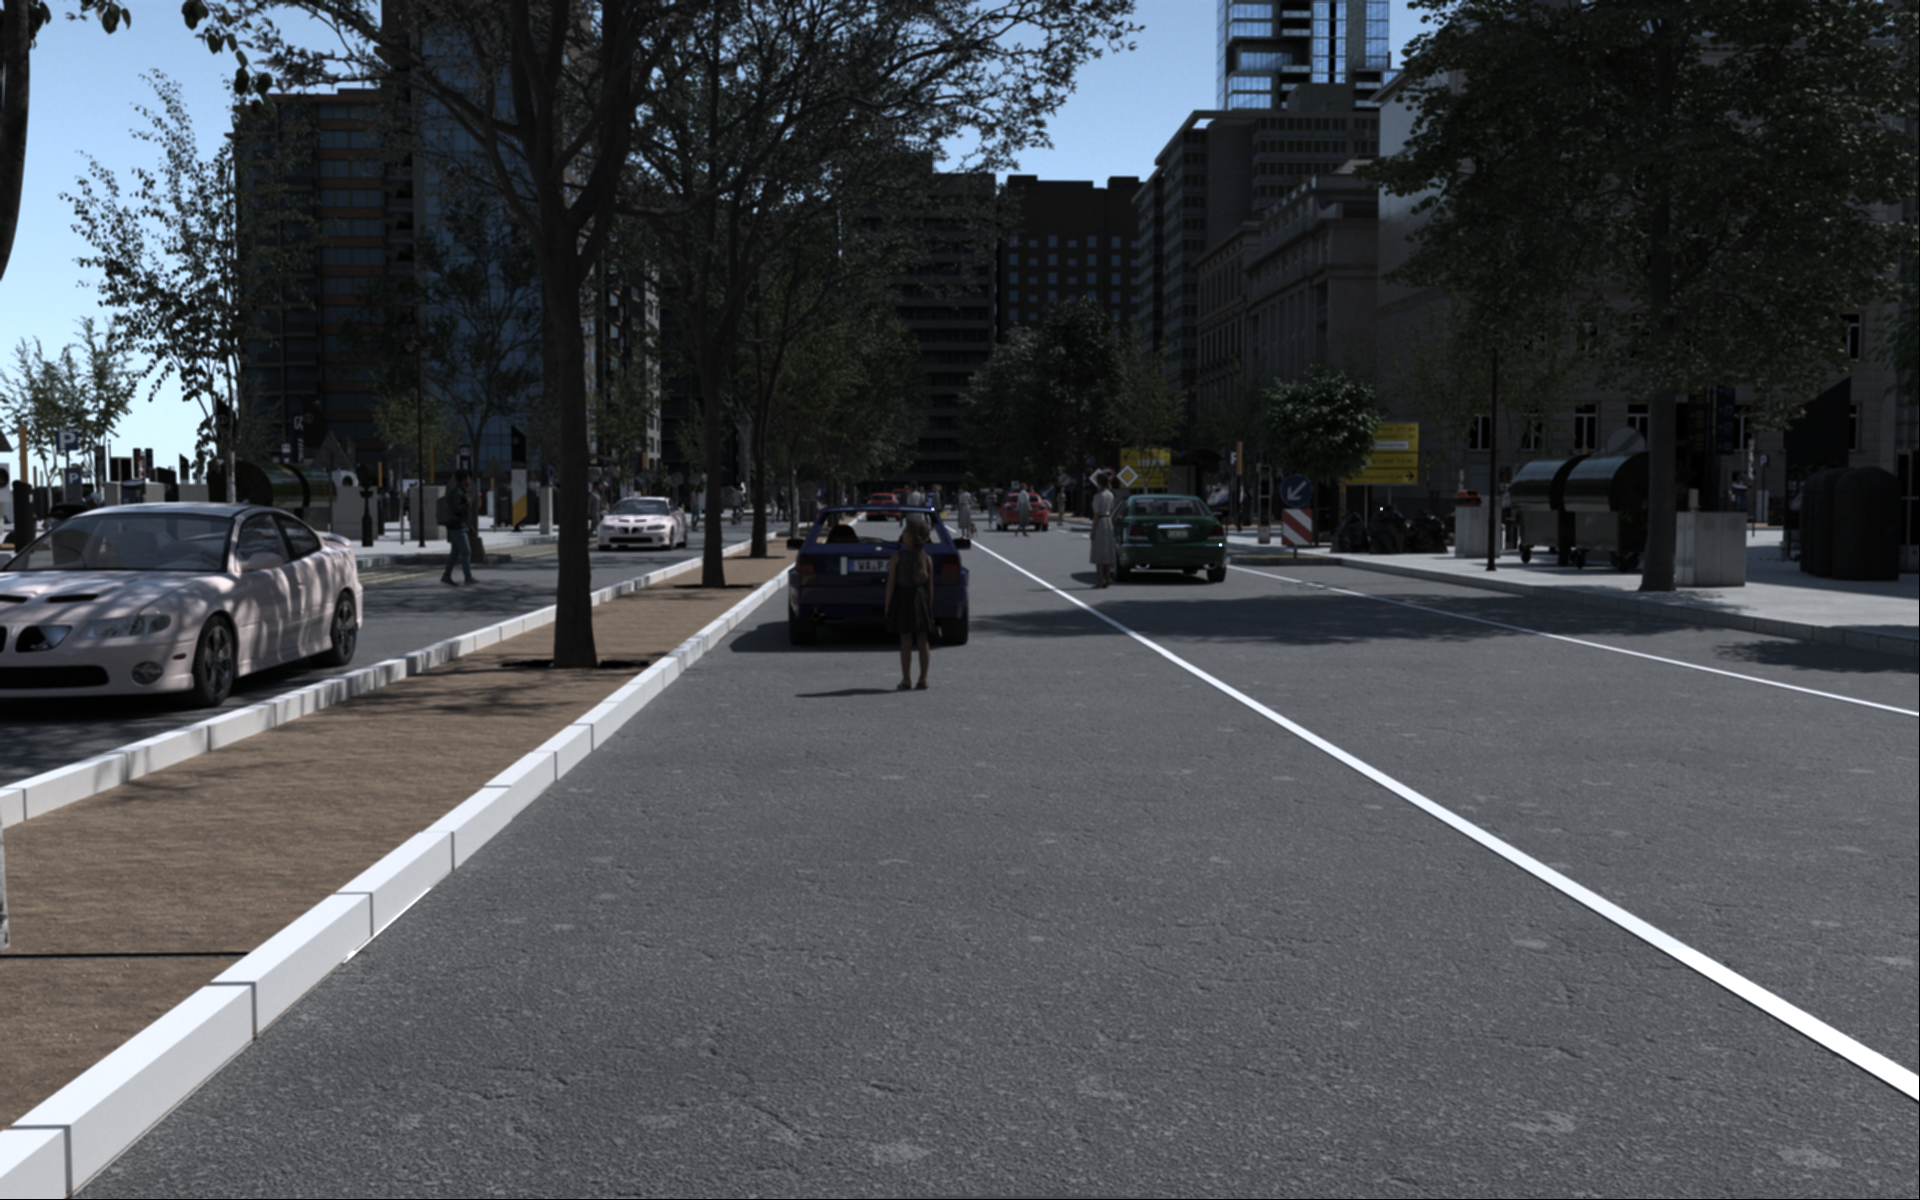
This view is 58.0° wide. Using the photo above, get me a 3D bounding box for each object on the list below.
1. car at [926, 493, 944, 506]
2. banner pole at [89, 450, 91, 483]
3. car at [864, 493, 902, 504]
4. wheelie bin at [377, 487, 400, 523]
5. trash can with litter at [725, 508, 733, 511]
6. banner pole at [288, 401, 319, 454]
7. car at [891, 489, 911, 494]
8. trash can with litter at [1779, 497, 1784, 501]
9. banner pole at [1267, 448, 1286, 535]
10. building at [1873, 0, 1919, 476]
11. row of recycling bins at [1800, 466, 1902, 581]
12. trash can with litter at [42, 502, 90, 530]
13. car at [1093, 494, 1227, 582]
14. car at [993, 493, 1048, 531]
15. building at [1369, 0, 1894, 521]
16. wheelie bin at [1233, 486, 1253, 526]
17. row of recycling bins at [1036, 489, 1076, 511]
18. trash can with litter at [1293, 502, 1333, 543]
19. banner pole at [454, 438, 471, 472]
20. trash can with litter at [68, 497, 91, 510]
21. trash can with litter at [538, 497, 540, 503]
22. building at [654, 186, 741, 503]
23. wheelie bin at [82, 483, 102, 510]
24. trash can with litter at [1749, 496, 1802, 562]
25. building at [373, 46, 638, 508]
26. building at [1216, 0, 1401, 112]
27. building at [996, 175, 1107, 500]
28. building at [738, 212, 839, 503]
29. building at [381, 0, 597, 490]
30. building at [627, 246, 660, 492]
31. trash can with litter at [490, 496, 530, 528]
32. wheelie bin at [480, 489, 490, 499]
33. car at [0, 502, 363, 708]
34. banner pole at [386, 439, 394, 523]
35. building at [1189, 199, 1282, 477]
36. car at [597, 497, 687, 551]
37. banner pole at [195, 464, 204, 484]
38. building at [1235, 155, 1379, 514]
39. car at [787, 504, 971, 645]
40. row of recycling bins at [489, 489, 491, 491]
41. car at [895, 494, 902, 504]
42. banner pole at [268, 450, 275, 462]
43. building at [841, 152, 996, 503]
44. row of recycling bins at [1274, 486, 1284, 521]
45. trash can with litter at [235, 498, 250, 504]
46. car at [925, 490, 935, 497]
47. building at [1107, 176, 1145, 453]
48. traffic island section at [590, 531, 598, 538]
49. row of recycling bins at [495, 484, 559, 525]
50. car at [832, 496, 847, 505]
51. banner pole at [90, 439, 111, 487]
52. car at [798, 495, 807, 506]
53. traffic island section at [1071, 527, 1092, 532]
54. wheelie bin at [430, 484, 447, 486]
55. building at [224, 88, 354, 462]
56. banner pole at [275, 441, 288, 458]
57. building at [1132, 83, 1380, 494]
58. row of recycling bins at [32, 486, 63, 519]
[{"bbox_3d":[-2.294,-8.812,153.660,1.945,1.707,3.694,0,4,-3],"label":"car"},{"bbox_3d":[-41.702,-5.695,83.136,0.401,3.779,0.863,-2,4,-31],"label":"banner pole"},{"bbox_3d":[-4.056,-5.090,92.265,2.155,1.783,4.494,0,4,-1],"label":"car"},{"bbox_3d":[-25.892,-4.349,79.014,0.693,1.594,0.980,0,4,7],"label":"wheelie bin"},{"bbox_3d":[-18.487,-7.530,134.180,2.233,1.210,1.678,0,4,-3],"label":"trash can with litter"},{"bbox_3d":[-17.475,-3.455,46.508,0.863,3.779,0.401,-2,4,-27],"label":"banner pole"},{"bbox_3d":[-4.501,-7.650,133.758,2.281,1.827,5.304,0,4,0],"label":"car"},{"bbox_3d":[64.828,-7.602,135.676,1.055,1.170,0.624,2,4,23],"label":"trash can with litter"},{"bbox_3d":[9.810,-3.910,53.951,0.863,3.779,0.401,0,4,-5],"label":"banner pole"},{"bbox_3d":[30.158,-11.698,33.060,13.314,21.916,24.055,0,4,-2],"label":"building"},{"bbox_3d":[13.844,-1.221,27.081,1.069,1.692,3.534,1,4,17],"label":"row of recycling bins"},{"bbox_3d":[-12.721,-0.814,24.701,0.624,1.170,1.055,-2,4,-26],"label":"trash can with litter"},{"bbox_3d":[3.397,-1.095,29.701,2.131,1.459,4.920,0,4,-1],"label":"car"},{"bbox_3d":[2.406,-3.597,67.859,2.155,1.783,4.494,0,4,-3],"label":"car"},{"bbox_3d":[34.660,-17.752,87.505,25.104,27.353,12.463,0,4,-2],"label":"building"},{"bbox_3d":[11.258,-3.736,68.999,0.693,1.594,0.980,0,4,-6],"label":"wheelie bin"},{"bbox_3d":[7.490,-7.640,132.029,3.534,1.692,1.069,-1,4,-21],"label":"row of recycling bins"},{"bbox_3d":[9.306,-2.090,45.566,1.055,1.170,0.624,-1,4,-21],"label":"trash can with litter"},{"bbox_3d":[-22.258,-5.344,77.395,0.863,3.779,0.401,-1,4,-17],"label":"banner pole"},{"bbox_3d":[-22.059,-2.024,44.144,2.233,1.210,1.678,0,4,-7],"label":"trash can with litter"},{"bbox_3d":[-32.048,-7.231,129.620,0.624,1.170,1.055,3,5,40],"label":"trash can with litter"},{"bbox_3d":[-45.879,-36.285,247.885,28.867,44.769,22.147,0,4,-2],"label":"building"},{"bbox_3d":[-25.876,-2.644,51.131,0.980,1.594,0.693,-2,4,-26],"label":"wheelie bin"},{"bbox_3d":[16.058,-1.338,32.927,1.678,1.210,2.233,1,4,16],"label":"trash can with litter"},{"bbox_3d":[-43.236,-31.398,167.979,22.147,44.769,28.867,0,4,-2],"label":"building"},{"bbox_3d":[49.661,-57.360,250.503,31.000,86.520,22.319,0,4,-2],"label":"building"},{"bbox_3d":[12.483,-36.444,245.967,14.200,45.320,14.600,0,4,-2],"label":"building"},{"bbox_3d":[-24.072,-34.304,244.457,14.086,41.232,14.154,0,4,-2],"label":"building"},{"bbox_3d":[-39.041,-30.345,146.253,14.600,45.320,14.200,0,4,-2],"label":"building"},{"bbox_3d":[-41.303,-25.896,195.096,14.107,30.474,14.160,0,4,-2],"label":"building"},{"bbox_3d":[-17.175,-3.383,66.367,1.678,1.210,2.233,2,4,26],"label":"trash can with litter"},{"bbox_3d":[-31.184,-6.472,113.728,0.980,1.594,0.693,0,4,2],"label":"wheelie bin"},{"bbox_3d":[-5.978,-0.044,13.080,2.083,1.381,4.827,0,4,-3],"label":"car"},{"bbox_3d":[-25.645,-5.378,77.947,0.401,3.779,0.863,-3,5,-40],"label":"banner pole"},{"bbox_3d":[24.583,-18.543,132.054,11.050,23.489,19.941,0,4,-2],"label":"building"},{"bbox_3d":[-8.237,-2.009,45.208,2.083,1.381,4.827,0,4,-2],"label":"car"},{"bbox_3d":[-54.207,-8.174,123.659,0.401,3.779,0.863,2,4,29],"label":"banner pole"},{"bbox_3d":[26.393,-16.403,109.983,13.314,21.916,24.055,0,4,-2],"label":"building"},{"bbox_3d":[-0.835,-0.321,17.834,1.945,1.354,3.894,0,4,-3],"label":"car"},{"bbox_3d":[-35.324,-7.581,131.068,3.534,1.692,1.069,3,5,44],"label":"row of recycling bins"},{"bbox_3d":[-4.029,-5.686,104.758,2.131,1.459,4.920,0,4,-4],"label":"car"},{"bbox_3d":[-38.995,-6.631,98.438,0.863,3.779,0.401,0,4,6],"label":"banner pole"},{"bbox_3d":[-6.042,-38.180,247.939,21.600,48.544,21.300,0,4,-2],"label":"building"},{"bbox_3d":[16.027,-4.733,84.498,1.069,1.692,3.534,0,4,-2],"label":"row of recycling bins"},{"bbox_3d":[-13.580,-1.374,33.518,1.678,1.210,2.233,1,4,18],"label":"trash can with litter"},{"bbox_3d":[-2.677,-9.830,169.386,2.281,1.827,5.304,0,4,-1],"label":"car"},{"bbox_3d":[26.649,-36.512,247.081,14.200,45.320,14.600,0,4,-2],"label":"building"},{"bbox_3d":[-11.619,-2.169,57.747,2.009,0.180,2.903,0,4,-2],"label":"traffic island section"},{"bbox_3d":[-17.486,-3.970,72.027,3.534,1.692,1.069,-1,4,-23],"label":"row of recycling bins"},{"bbox_3d":[-14.010,-11.658,202.966,2.083,1.381,4.827,0,4,-4],"label":"car"},{"bbox_3d":[-38.990,-5.440,78.964,0.863,3.779,0.401,-2,4,-27],"label":"banner pole"},{"bbox_3d":[-16.413,-10.144,178.434,1.945,1.354,3.894,0,4,-3],"label":"car"},{"bbox_3d":[5.335,-2.700,66.419,2.009,0.180,2.903,0,4,-2],"label":"traffic island section"},{"bbox_3d":[-16.230,-2.821,54.039,0.980,1.594,0.693,1,4,12],"label":"wheelie bin"},{"bbox_3d":[-62.910,-32.750,190.093,28.867,44.769,22.147,0,4,-2],"label":"building"},{"bbox_3d":[-28.043,-5.046,72.518,0.401,3.779,0.863,2,4,34],"label":"banner pole"},{"bbox_3d":[32.827,-29.127,168.107,32.217,40.220,23.993,0,4,-2],"label":"building"},{"bbox_3d":[-46.254,-4.979,88.527,3.534,1.692,1.069,2,4,35],"label":"row of recycling bins"}]
